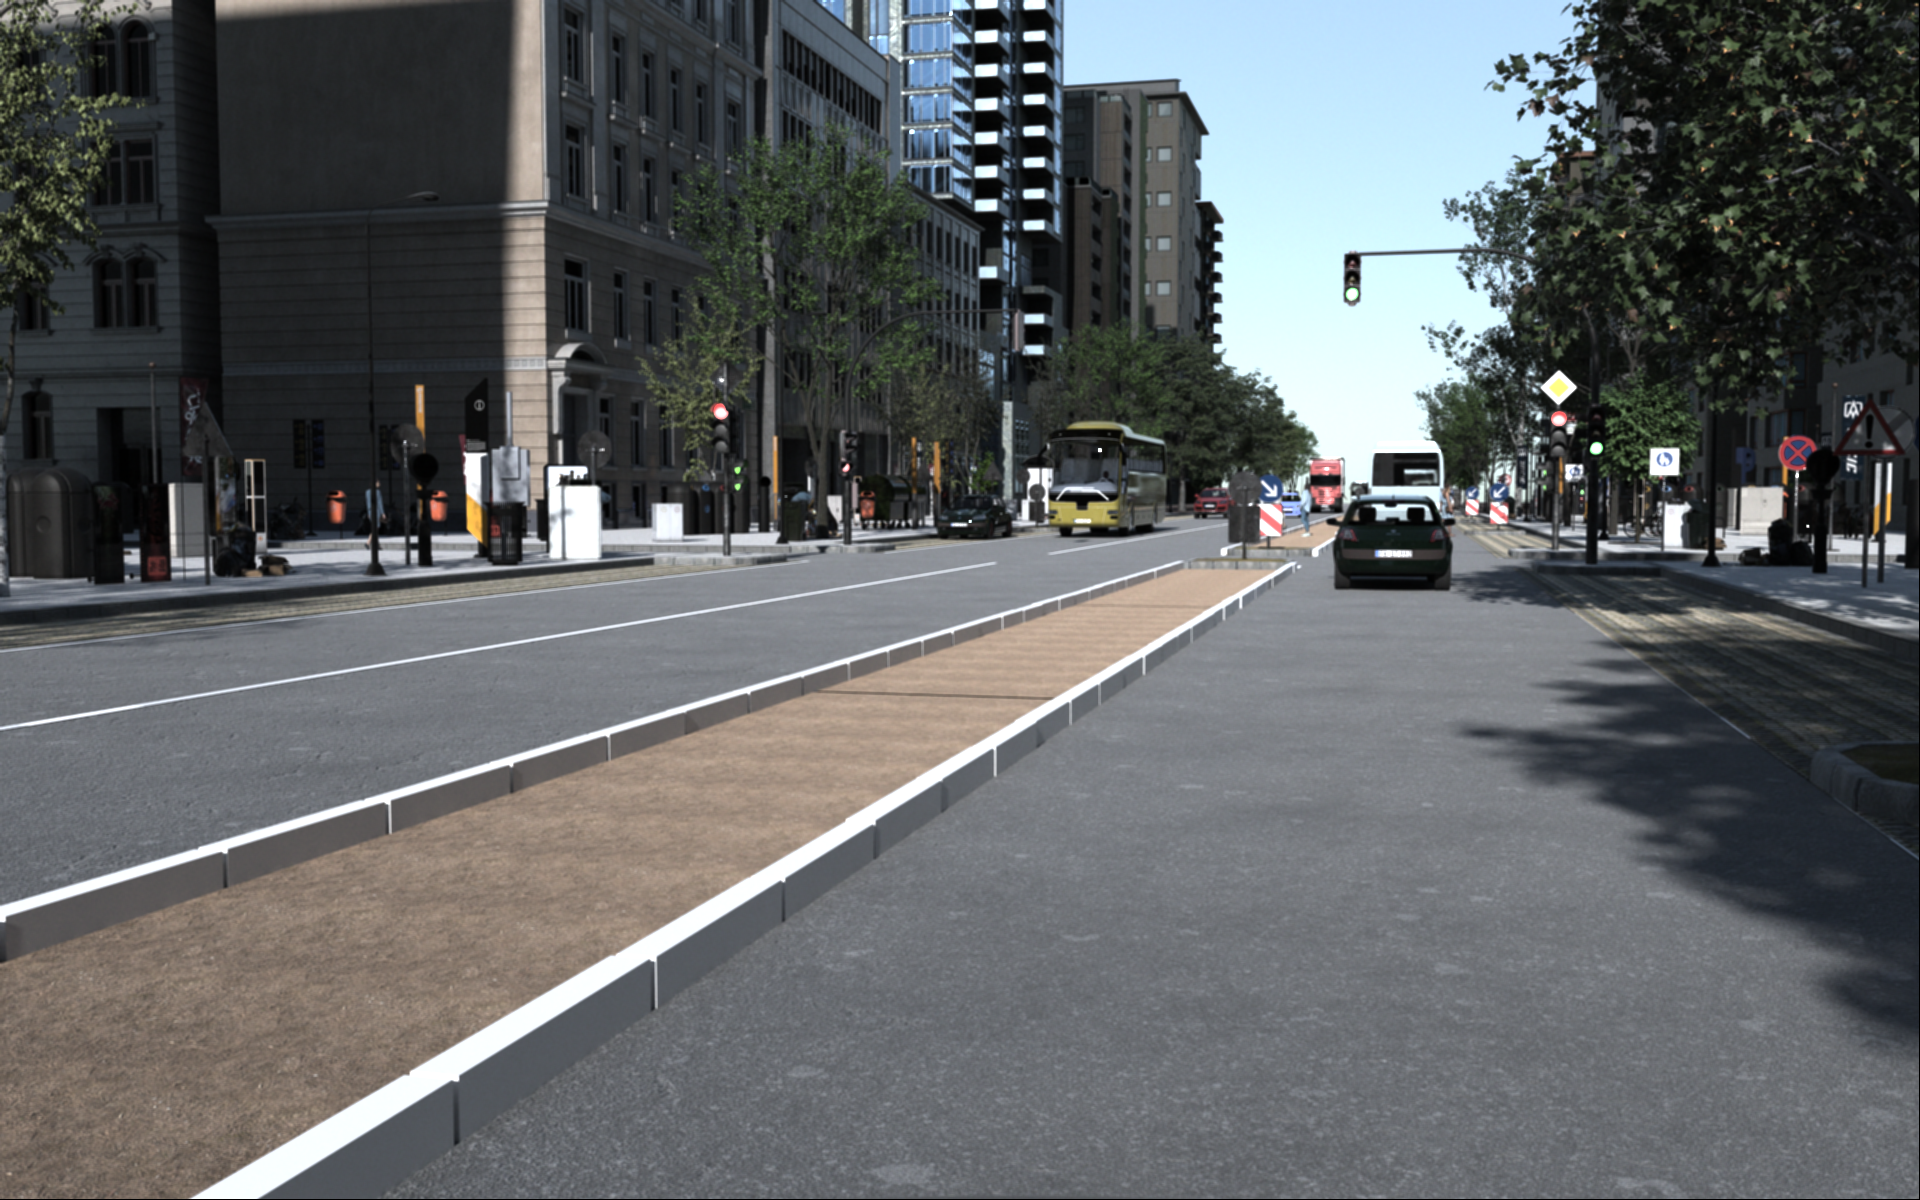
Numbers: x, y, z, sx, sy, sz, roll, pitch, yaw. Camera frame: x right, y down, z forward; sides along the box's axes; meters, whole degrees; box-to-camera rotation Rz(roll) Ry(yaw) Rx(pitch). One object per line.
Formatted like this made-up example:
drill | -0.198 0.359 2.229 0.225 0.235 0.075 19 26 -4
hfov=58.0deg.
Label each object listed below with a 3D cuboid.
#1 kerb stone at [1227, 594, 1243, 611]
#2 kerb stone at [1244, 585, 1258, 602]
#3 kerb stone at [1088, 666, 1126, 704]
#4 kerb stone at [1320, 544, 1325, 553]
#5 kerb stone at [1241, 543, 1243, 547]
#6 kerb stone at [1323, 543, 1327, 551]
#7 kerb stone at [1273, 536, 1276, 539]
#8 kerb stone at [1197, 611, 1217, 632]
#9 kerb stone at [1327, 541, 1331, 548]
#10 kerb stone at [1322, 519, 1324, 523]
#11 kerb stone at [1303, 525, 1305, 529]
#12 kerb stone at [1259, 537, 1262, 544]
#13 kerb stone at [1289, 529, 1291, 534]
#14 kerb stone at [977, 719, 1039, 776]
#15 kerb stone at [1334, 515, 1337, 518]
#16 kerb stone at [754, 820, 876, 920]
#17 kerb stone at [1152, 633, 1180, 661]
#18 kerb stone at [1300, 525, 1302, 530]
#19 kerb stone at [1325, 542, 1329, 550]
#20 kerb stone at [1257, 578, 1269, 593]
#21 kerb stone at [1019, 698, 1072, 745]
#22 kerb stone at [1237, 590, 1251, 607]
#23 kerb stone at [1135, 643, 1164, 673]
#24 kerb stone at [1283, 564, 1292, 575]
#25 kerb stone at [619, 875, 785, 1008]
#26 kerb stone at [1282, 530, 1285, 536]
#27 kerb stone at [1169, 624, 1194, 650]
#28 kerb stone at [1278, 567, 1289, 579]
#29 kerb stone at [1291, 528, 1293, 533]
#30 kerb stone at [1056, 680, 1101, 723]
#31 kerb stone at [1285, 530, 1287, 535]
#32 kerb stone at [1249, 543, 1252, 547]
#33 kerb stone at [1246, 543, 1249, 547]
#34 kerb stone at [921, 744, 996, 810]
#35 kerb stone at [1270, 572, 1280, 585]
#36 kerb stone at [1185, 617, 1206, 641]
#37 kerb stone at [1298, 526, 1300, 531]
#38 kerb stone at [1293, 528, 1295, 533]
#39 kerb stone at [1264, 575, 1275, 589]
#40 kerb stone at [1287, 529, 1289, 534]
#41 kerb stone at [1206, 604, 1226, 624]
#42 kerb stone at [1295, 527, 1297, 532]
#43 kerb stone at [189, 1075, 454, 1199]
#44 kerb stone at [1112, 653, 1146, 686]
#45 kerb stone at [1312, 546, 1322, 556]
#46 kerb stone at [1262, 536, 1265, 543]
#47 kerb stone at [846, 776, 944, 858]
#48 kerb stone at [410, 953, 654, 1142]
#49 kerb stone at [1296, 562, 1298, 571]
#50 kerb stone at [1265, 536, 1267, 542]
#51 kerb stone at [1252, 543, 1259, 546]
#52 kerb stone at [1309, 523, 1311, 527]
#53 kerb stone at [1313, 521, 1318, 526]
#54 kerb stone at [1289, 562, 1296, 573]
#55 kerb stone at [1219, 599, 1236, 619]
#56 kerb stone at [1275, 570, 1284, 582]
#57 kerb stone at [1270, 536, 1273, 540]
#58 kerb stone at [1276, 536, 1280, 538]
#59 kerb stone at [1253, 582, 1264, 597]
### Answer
kerb stone | 3.317 0.062 21.181 0.120 0.150 1.000 1 4 14
kerb stone | 3.845 -0.059 23.158 0.120 0.150 1.000 1 4 14
kerb stone | 1.016 0.608 12.257 0.120 0.150 1.000 1 4 14
kerb stone | 8.609 -1.184 41.557 0.120 0.150 1.000 1 4 14
kerb stone | 7.083 -1.337 44.048 0.120 0.150 1.000 1 4 14
kerb stone | 8.867 -1.239 42.566 0.120 0.150 1.000 1 4 14
kerb stone | 9.656 -1.943 53.959 0.120 0.150 1.000 1 4 14
kerb stone | 2.560 0.246 18.209 0.120 0.150 1.000 1 4 14
kerb stone | 9.384 -1.362 44.549 0.120 0.150 1.000 1 4 14
kerb stone | 17.376 -3.764 83.757 0.120 0.150 1.000 1 4 14
kerb stone | 13.516 -2.853 68.844 0.120 0.150 1.000 1 4 14
kerb stone | 8.368 -1.639 48.996 0.120 0.150 1.000 1 4 14
kerb stone | 11.455 -2.366 60.915 0.120 0.150 1.000 1 4 14
kerb stone | 0.248 0.790 9.284 0.120 0.150 1.000 1 4 14
kerb stone | 21.226 -4.676 98.641 0.120 0.150 1.000 1 4 14
kerb stone | -0.521 0.978 6.313 0.120 0.150 1.000 1 4 14
kerb stone | 1.786 0.426 15.226 0.120 0.150 1.000 1 4 14
kerb stone | 12.997 -2.729 66.864 0.120 0.150 1.000 1 4 14
kerb stone | 9.130 -1.301 43.554 0.120 0.150 1.000 1 4 14
kerb stone | 4.354 -0.180 25.143 0.120 0.150 1.000 1 4 14
kerb stone | 0.496 0.729 10.276 0.120 0.150 1.000 1 4 14
kerb stone | 3.590 0.002 22.168 0.120 0.150 1.000 1 4 14
kerb stone | 1.531 0.489 14.236 0.120 0.150 1.000 1 4 14
kerb stone | 5.638 -0.484 30.102 0.120 0.150 1.000 1 4 14
kerb stone | -0.777 1.036 5.318 0.120 0.150 1.000 1 4 14
kerb stone | 10.689 -2.184 57.936 0.120 0.150 1.000 1 4 14
kerb stone | 2.044 0.365 16.223 0.120 0.150 1.000 1 4 14
kerb stone | 5.387 -0.423 29.111 0.120 0.150 1.000 1 4 14
kerb stone | 11.721 -2.426 61.902 0.120 0.150 1.000 1 4 14
kerb stone | 0.757 0.669 11.265 0.120 0.150 1.000 1 4 14
kerb stone | 10.944 -2.247 58.936 0.120 0.150 1.000 1 4 14
kerb stone | 7.599 -1.458 46.027 0.120 0.150 1.000 1 4 14
kerb stone | 7.335 -1.396 45.038 0.120 0.150 1.000 1 4 14
kerb stone | -0.014 0.850 8.295 0.120 0.150 1.000 1 4 14
kerb stone | 4.877 -0.302 27.126 0.120 0.150 1.000 1 4 14
kerb stone | 2.305 0.305 17.217 0.120 0.150 1.000 1 4 14
kerb stone | 12.743 -2.670 65.866 0.120 0.150 1.000 1 4 14
kerb stone | 11.970 -2.487 62.893 0.120 0.150 1.000 1 4 14
kerb stone | 4.612 -0.241 26.132 0.120 0.150 1.000 1 4 14
kerb stone | 11.191 -2.308 59.927 0.120 0.150 1.000 1 4 14
kerb stone | 2.808 0.183 19.200 0.120 0.150 1.000 1 4 14
kerb stone | 12.232 -2.547 63.881 0.120 0.150 1.000 1 4 14
kerb stone | -1.294 1.154 3.331 0.120 0.150 1.000 1 4 14
kerb stone | 1.267 0.549 13.248 0.120 0.150 1.000 1 4 14
kerb stone | 8.345 -1.120 40.564 0.120 0.150 1.000 1 4 14
kerb stone | 8.627 -1.700 49.985 0.120 0.150 1.000 1 4 14
kerb stone | -0.266 0.911 7.305 0.120 0.150 1.000 1 4 14
kerb stone | -1.038 1.093 4.321 0.120 0.150 1.000 1 4 14
kerb stone | 6.160 -0.604 32.080 0.120 0.150 1.000 1 4 14
kerb stone | 8.884 -1.761 50.980 0.120 0.150 1.000 1 4 14
kerb stone | 8.114 -1.579 48.006 0.120 0.150 1.000 1 4 14
kerb stone | 14.551 -3.091 72.822 0.120 0.150 1.000 1 4 14
kerb stone | 16.094 -3.461 78.785 0.120 0.150 1.000 1 4 14
kerb stone | 5.893 -0.544 31.094 0.120 0.150 1.000 1 4 14
kerb stone | 3.074 0.123 20.188 0.120 0.150 1.000 1 4 14
kerb stone | 5.131 -0.357 28.119 0.120 0.150 1.000 1 4 14
kerb stone | 9.394 -1.882 52.963 0.120 0.150 1.000 1 4 14
kerb stone | 10.165 -2.064 55.946 0.120 0.150 1.000 1 4 14
kerb stone | 4.104 -0.119 24.149 0.120 0.150 1.000 1 4 14
